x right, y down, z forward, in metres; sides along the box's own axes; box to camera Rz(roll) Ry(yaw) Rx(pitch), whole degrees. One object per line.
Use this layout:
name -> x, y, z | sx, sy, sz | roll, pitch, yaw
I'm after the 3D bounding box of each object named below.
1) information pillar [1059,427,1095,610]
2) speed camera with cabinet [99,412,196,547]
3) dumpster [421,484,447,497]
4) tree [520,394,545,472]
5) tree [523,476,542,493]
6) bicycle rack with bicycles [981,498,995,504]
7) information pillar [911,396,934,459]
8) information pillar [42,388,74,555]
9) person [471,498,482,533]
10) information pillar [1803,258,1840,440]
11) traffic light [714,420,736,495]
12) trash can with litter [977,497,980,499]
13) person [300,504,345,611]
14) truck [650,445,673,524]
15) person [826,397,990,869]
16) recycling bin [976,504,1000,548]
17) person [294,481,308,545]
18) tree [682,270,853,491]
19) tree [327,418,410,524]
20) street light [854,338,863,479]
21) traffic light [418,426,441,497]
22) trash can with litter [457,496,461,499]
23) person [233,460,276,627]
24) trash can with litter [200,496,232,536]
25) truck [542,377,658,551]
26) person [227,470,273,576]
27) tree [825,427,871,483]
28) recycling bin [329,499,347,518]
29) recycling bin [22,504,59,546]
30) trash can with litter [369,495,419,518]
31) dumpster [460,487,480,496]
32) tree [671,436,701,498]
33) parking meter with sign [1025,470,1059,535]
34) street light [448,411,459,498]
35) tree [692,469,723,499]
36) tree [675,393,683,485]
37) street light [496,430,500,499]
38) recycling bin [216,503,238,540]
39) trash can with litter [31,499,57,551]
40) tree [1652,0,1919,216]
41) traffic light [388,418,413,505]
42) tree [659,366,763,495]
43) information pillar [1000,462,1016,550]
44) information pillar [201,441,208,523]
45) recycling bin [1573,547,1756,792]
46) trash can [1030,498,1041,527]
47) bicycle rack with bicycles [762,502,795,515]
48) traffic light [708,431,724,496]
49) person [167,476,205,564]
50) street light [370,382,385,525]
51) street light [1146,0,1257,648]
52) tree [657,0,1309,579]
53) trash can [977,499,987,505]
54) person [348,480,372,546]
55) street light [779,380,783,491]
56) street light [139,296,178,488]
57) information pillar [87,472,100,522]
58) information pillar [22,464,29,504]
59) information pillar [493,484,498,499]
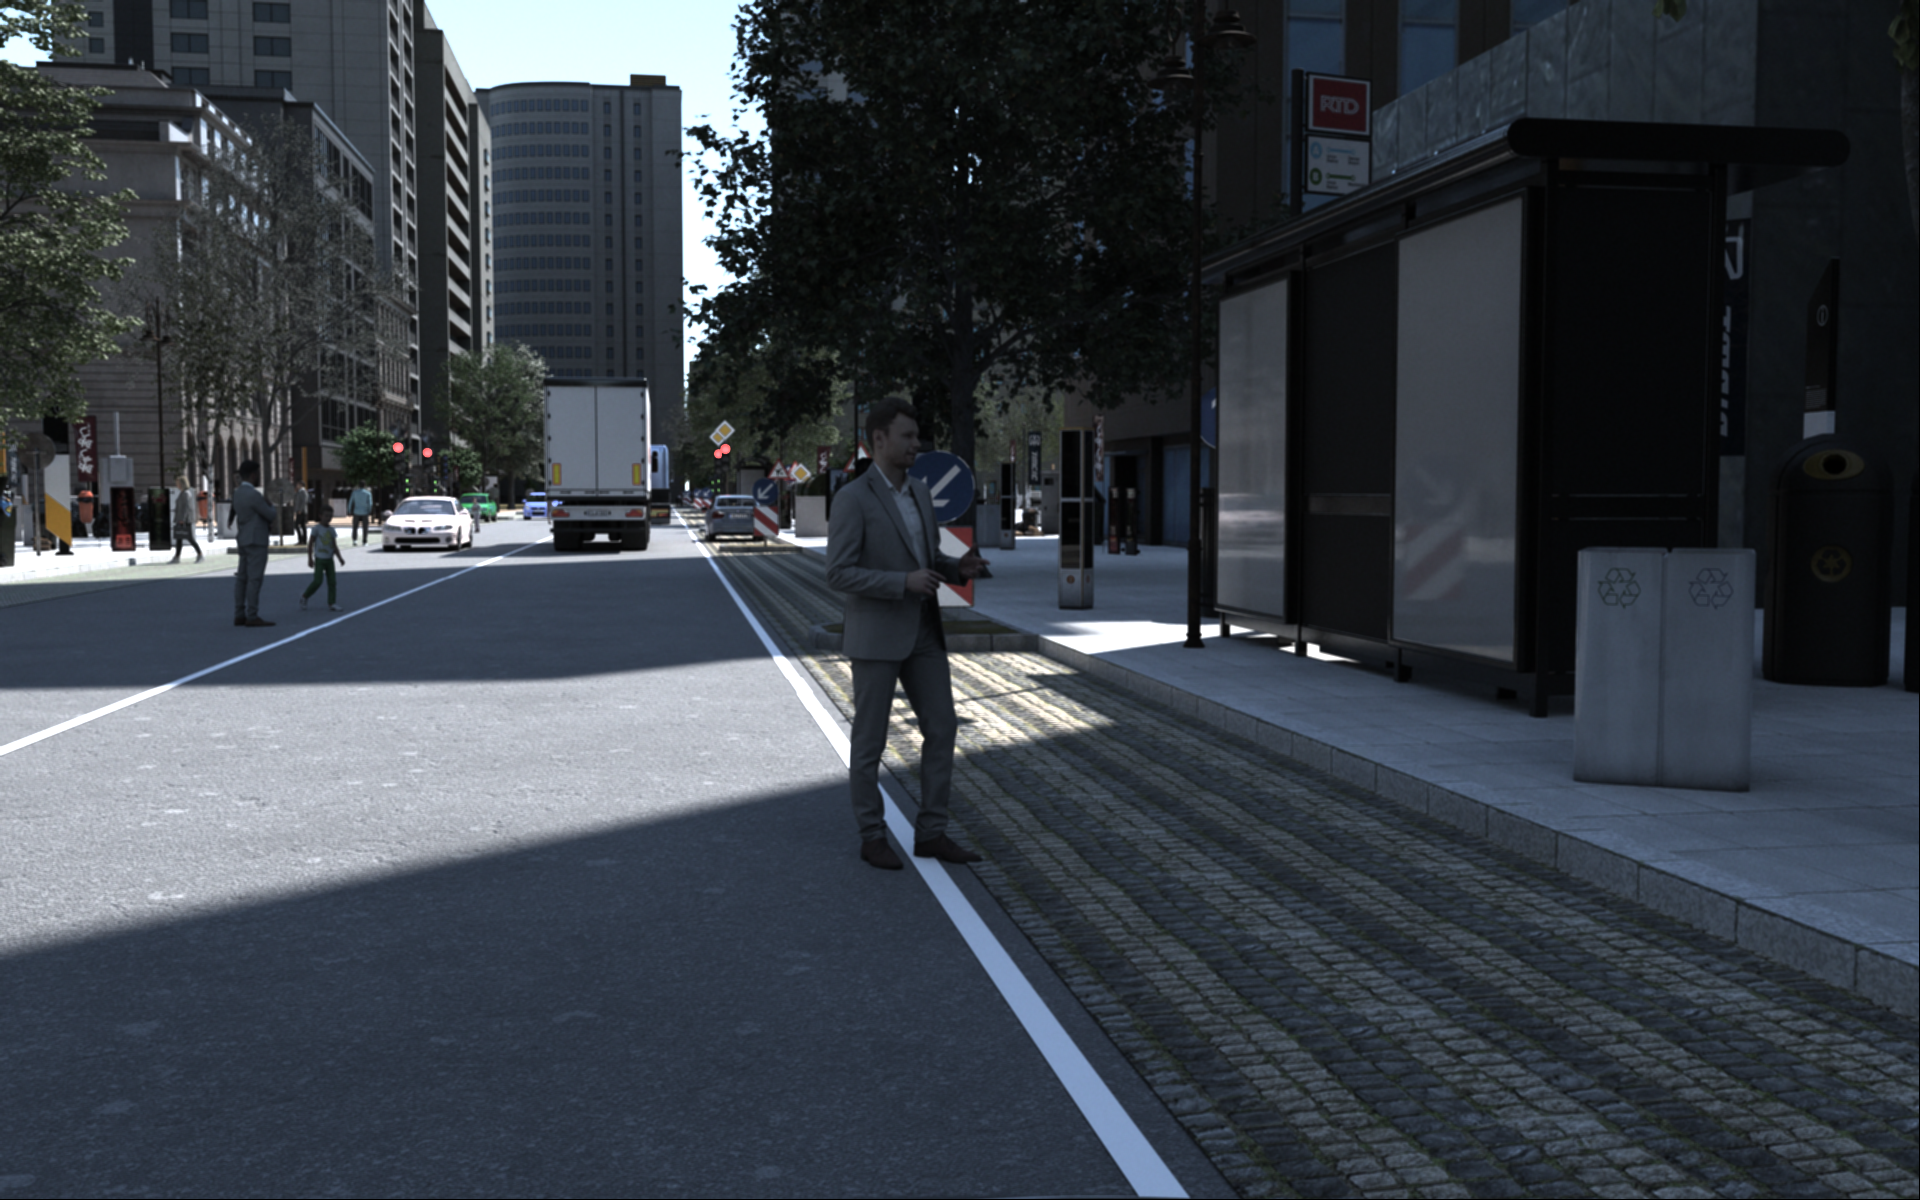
information pillar -> 1.295, -0.903, 19.259 | 0.304, 2.012, 0.304 | 2, 4, 29
speed camera with cabinet -> -19.845, -2.933, 42.298 | 2.038, 3.252, 0.660 | -2, 4, -34
dumpster -> -30.483, -5.783, 100.312 | 1.264, 1.857, 1.865 | -1, 4, -10
tree -> -44.528, -17.024, 188.718 | 12.009, 13.543, 11.850 | 0, 3, 0
tree -> -39.627, -10.105, 159.818 | 1.663, 3.219, 1.824 | 0, 3, 0
bicycle rack with bicycles -> 3.139, -8.375, 150.312 | 2.852, 0.926, 2.925 | 0, 4, -7
information pillar -> -0.738, -2.655, 34.756 | 0.504, 3.616, 0.183 | -1, 4, -21
information pillar -> -18.871, -2.744, 36.214 | 0.504, 3.616, 0.183 | -3, 4, -36
person -> -17.970, -3.155, 64.360 | 0.425, 1.301, 0.394 | 0, 4, -2
information pillar -> 8.669, -1.597, 17.474 | 0.183, 3.616, 0.504 | 0, 4, 0
traffic light -> -8.904, -4.689, 65.587 | 0.839, 4.253, 0.868 | -1, 4, -10
trash can with litter -> 0.648, -6.256, 113.337 | 2.233, 1.210, 1.678 | 0, 4, 6
person -> -7.843, -0.521, 21.271 | 0.590, 1.304, 0.306 | 1, 4, 19
truck -> -16.240, -6.095, 89.418 | 2.967, 4.110, 18.799 | -1, 4, -10
person -> -0.188, 0.126, 6.632 | 0.583, 1.804, 0.606 | 2, 4, 35
recycling bin -> 0.690, -1.798, 41.944 | 0.722, 1.027, 0.722 | -2, 4, -34
person -> -18.399, -2.423, 48.295 | 0.473, 1.802, 0.592 | 0, 4, -5
tree -> -8.454, -9.969, 81.118 | 7.486, 12.596, 7.792 | 0, 3, 0
tree -> -25.385, -5.552, 74.492 | 4.285, 4.588, 4.351 | 0, 3, 0
street light -> -2.380, -4.094, 39.719 | 0.468, 5.910, 1.993 | -1, 4, -10
traffic light -> -21.893, -5.048, 71.452 | 0.839, 4.253, 0.868 | -1, 4, -10
trash can with litter -> -32.502, -6.216, 113.024 | 0.624, 1.170, 1.055 | -1, 4, -21
person -> -7.657, -0.623, 18.871 | 0.511, 1.800, 0.466 | 2, 4, 29
trash can with litter -> -22.186, -2.587, 53.353 | 2.233, 1.210, 1.678 | -1, 4, -22
truck -> -9.689, -3.565, 47.202 | 2.839, 4.237, 11.283 | -1, 4, -10
person -> -12.325, -1.317, 29.812 | 0.659, 1.850, 0.755 | 1, 4, 19
tree -> -3.129, -3.375, 49.782 | 1.663, 3.219, 1.824 | 0, 3, 0
recycling bin -> -33.766, -4.980, 93.977 | 0.722, 1.027, 0.722 | -3, 5, -39
recycling bin -> -22.824, -1.873, 43.175 | 0.722, 1.027, 0.722 | 0, 4, 2
trash can with litter -> -30.697, -5.027, 93.244 | 2.233, 1.210, 1.678 | 1, 4, 8
dumpster -> -34.672, -7.135, 122.410 | 1.264, 1.857, 1.865 | -1, 4, -10
tree -> -31.705, -16.816, 209.346 | 8.767, 10.594, 7.601 | 3, 5, 40
parking meter with sign -> 2.925, -3.580, 54.789 | 1.738, 3.016, 0.543 | 1, 4, 16
street light -> -28.320, -7.597, 96.991 | 0.468, 5.910, 1.993 | -1, 4, -10
tree -> -24.169, -11.236, 167.415 | 4.285, 4.588, 4.351 | 0, 3, 0
tree -> -14.082, -11.732, 109.945 | 7.486, 12.596, 7.792 | 0, 3, 0
street light -> -32.645, -9.146, 122.328 | 0.468, 5.910, 1.993 | -1, 4, -10
recycling bin -> -20.679, -2.246, 49.273 | 0.722, 1.027, 0.722 | -3, 4, -38
trash can with litter -> -20.767, -1.712, 39.375 | 0.624, 1.170, 1.055 | -1, 4, -23
tree -> 3.436, -3.396, 5.893 | 4.737, 8.622, 4.395 | 0, 3, 0
traffic light -> -20.543, -4.566, 63.582 | 0.839, 4.253, 0.868 | -1, 4, -10
tree -> -18.015, -13.682, 134.063 | 12.009, 13.543, 11.850 | 0, 3, 0
information pillar -> 1.100, -2.170, 39.976 | 0.304, 2.012, 0.304 | 1, 4, 15
information pillar -> -33.223, -5.188, 76.182 | 0.183, 3.616, 0.504 | 0, 4, -8
recycling bin -> 3.202, 0.287, 7.869 | 0.722, 1.027, 0.722 | 2, 4, 24
trash can -> 3.093, -3.469, 68.369 | 0.748, 1.137, 0.748 | 0, 3, 0
bicycle rack with bicycles -> -8.340, -4.017, 79.062 | 2.852, 0.926, 2.925 | -1, 4, -15
traffic light -> -10.254, -5.170, 73.458 | 0.839, 4.253, 0.868 | -1, 4, -10
person -> -15.869, -1.640, 35.496 | 0.728, 1.800, 0.709 | -2, 4, -32
street light -> -23.959, -6.028, 71.347 | 0.468, 5.910, 1.993 | -1, 4, -10
street light -> 1.960, -2.541, 14.331 | 0.468, 5.910, 1.993 | -1, 4, -10
tree -> 0.110, -6.686, 26.332 | 9.611, 12.733, 9.660 | 0, 3, 0
trash can -> 0.373, -2.173, 47.179 | 0.748, 1.137, 0.748 | 0, 3, 0
person -> -16.584, -2.406, 47.855 | 0.660, 1.820, 0.620 | -1, 4, -12
street light -> -6.718, -5.643, 65.053 | 0.468, 5.910, 1.993 | -1, 4, -10
street light -> -18.709, -4.144, 40.549 | 0.468, 5.910, 1.993 | -1, 4, -10
information pillar -> -29.262, -3.303, 58.498 | 0.304, 2.012, 0.304 | 3, 5, 45
information pillar -> -39.256, -4.977, 72.723 | 0.183, 3.616, 0.504 | -3, 5, -44
information pillar -> -33.199, -7.311, 124.020 | 0.304, 2.012, 0.304 | 0, 4, 3
